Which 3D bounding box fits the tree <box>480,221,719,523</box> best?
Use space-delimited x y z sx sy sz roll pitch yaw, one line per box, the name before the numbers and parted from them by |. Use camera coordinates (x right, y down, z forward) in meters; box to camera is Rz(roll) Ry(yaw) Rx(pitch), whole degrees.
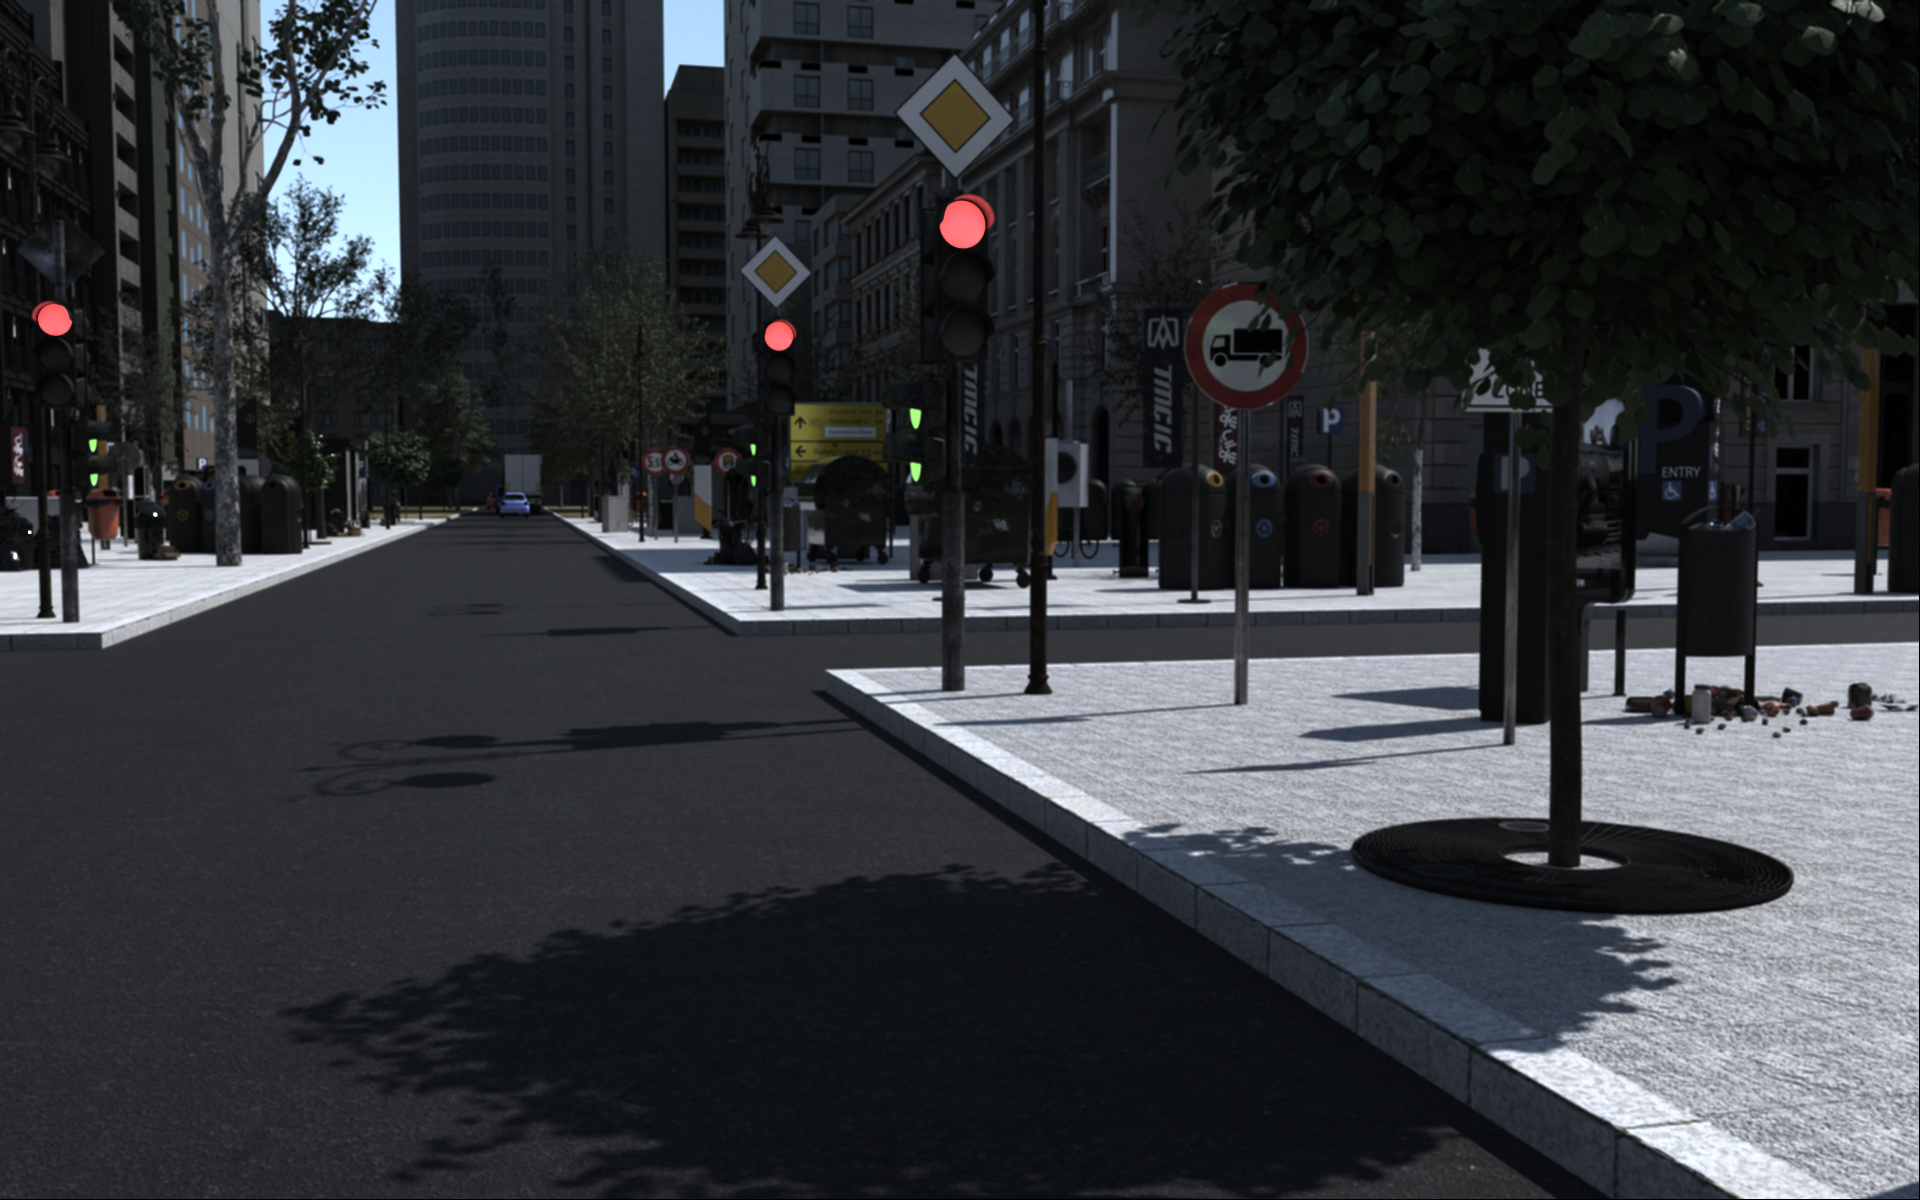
tree | -15.963 -10.212 77.333 12.009 13.543 11.850 0 3 0

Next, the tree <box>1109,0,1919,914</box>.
tree | 2.163 -1.357 5.904 4.285 4.588 4.351 0 3 0

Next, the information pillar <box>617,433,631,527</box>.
information pillar | -12.942 -4.608 66.692 0.504 3.616 0.183 -3 5 -44

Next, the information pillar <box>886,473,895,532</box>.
information pillar | -2.398 -3.345 59.182 0.304 2.012 0.304 1 4 12

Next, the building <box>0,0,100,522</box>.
building | -44.461 -14.815 71.910 12.332 23.373 15.834 -1 4 -14

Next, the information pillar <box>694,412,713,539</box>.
information pillar | -7.329 -3.550 49.405 0.504 3.616 0.183 0 4 1

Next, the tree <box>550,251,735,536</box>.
tree | -9.274 -6.253 52.607 4.737 8.622 4.395 0 3 0

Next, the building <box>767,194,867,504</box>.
building | 2.687 -16.662 117.469 27.650 21.520 28.899 -1 4 -14

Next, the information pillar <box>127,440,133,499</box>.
information pillar | -36.160 -5.148 75.525 0.183 3.616 0.504 0 4 6

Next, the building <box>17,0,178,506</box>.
building | -50.752 -19.588 91.963 14.160 30.474 14.107 -1 4 -14

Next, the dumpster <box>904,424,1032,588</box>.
dumpster | 0.156 -1.330 24.235 1.502 2.255 1.985 -1 4 -14

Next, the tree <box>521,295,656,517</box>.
tree | -20.427 -10.967 97.433 7.486 12.596 7.792 0 3 0

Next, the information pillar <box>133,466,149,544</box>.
information pillar | -21.188 -2.467 44.821 0.304 2.012 0.304 -1 4 -11

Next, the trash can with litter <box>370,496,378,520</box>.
trash can with litter | -29.732 -4.571 85.798 2.233 1.210 1.678 0 4 -5

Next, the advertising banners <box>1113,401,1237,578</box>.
advertising banners | 3.396 -1.861 26.622 2.074 3.025 0.090 0 4 -5

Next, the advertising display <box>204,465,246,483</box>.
advertising display | -16.679 -2.089 39.361 0.123 1.923 0.974 2 4 35

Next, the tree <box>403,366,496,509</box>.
tree | -44.730 -14.303 151.981 7.486 12.596 7.792 0 3 0

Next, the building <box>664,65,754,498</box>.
building | -23.961 -35.342 201.549 21.600 48.544 21.300 -1 4 -14

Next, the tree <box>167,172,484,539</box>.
tree | -18.387 -7.053 49.723 8.767 10.594 7.601 -1 4 -15

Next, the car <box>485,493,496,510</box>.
car | -42.748 -9.218 159.748 2.155 1.783 4.494 -1 4 -14

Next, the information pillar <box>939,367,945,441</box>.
information pillar | -0.170 -2.472 31.767 0.183 3.616 0.504 -3 4 -38

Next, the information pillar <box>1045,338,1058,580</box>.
information pillar | 1.347 -2.111 25.872 0.183 3.616 0.504 -1 4 -14

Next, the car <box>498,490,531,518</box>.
car | -26.936 -5.824 104.809 1.945 1.707 3.694 -1 4 -14

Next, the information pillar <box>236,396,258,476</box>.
information pillar | -16.862 -3.038 41.025 0.504 3.616 0.183 -1 4 -19

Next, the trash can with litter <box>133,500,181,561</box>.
trash can with litter | -15.593 -1.368 33.756 1.055 1.170 0.624 2 4 32

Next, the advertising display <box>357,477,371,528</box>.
advertising display | -22.419 -3.667 65.175 0.123 1.923 0.974 -3 5 -39

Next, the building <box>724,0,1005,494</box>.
building | -4.544 -33.913 143.720 28.713 52.752 27.495 -1 4 -14

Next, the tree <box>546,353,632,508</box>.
tree | -18.646 -8.430 88.187 4.360 8.622 3.978 0 3 0

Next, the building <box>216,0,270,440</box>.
building | -67.338 -32.989 128.606 27.495 52.752 28.713 -1 4 -14

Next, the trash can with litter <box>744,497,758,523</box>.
trash can with litter | -9.200 -3.992 76.655 1.055 1.170 0.624 2 4 29

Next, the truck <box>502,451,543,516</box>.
truck | -29.725 -7.880 117.743 2.839 4.237 11.283 -1 4 -14

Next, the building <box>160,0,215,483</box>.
building | -53.855 -27.846 105.399 14.600 45.320 14.200 -1 4 -14

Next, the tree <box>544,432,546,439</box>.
tree | -36.148 -12.687 157.787 4.360 8.622 3.978 0 3 0

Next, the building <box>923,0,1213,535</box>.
building | 7.716 -13.734 66.348 13.314 21.916 24.055 -1 4 -14

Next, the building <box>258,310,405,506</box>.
building | -77.118 -21.254 192.540 28.899 21.520 27.650 -1 4 -14

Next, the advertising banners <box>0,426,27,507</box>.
advertising banners | -24.507 -2.925 44.006 0.090 3.025 2.074 1 4 18

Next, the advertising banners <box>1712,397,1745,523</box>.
advertising banners | 9.910 -1.602 22.384 0.090 3.025 2.074 2 4 34

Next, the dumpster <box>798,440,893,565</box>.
dumpster | -2.116 -1.808 32.062 1.502 2.255 1.985 -1 4 -14

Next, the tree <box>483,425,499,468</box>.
tree | -47.743 -14.110 165.117 8.767 10.594 7.601 0 4 5

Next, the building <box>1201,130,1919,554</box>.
building | 19.967 -15.115 44.390 25.104 27.353 12.463 -1 4 -14

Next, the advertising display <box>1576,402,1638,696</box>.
advertising display | 3.925 -0.372 11.301 0.123 1.923 0.974 -3 5 -40

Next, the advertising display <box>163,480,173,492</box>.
advertising display | -37.061 -4.644 81.140 0.974 1.923 0.123 3 5 44

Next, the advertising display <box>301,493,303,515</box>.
advertising display | -22.324 -3.218 57.826 0.974 1.923 0.123 0 4 6

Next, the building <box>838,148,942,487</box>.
building | 0.783 -13.628 87.438 10.561 19.102 19.286 -1 4 -14

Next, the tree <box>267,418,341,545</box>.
tree | -16.503 -3.026 44.070 1.663 3.219 1.824 0 3 0

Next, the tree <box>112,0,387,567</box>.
tree | -11.537 -10.664 30.241 12.611 20.169 13.585 0 3 0

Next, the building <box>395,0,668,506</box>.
building | -48.182 -39.955 195.265 28.212 58.520 21.231 -1 4 -14

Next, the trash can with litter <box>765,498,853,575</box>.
trash can with litter | -2.487 -1.071 28.565 1.678 1.210 2.233 3 5 40

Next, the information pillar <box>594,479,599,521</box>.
information pillar | -17.555 -4.856 83.895 0.304 2.012 0.304 0 4 1
